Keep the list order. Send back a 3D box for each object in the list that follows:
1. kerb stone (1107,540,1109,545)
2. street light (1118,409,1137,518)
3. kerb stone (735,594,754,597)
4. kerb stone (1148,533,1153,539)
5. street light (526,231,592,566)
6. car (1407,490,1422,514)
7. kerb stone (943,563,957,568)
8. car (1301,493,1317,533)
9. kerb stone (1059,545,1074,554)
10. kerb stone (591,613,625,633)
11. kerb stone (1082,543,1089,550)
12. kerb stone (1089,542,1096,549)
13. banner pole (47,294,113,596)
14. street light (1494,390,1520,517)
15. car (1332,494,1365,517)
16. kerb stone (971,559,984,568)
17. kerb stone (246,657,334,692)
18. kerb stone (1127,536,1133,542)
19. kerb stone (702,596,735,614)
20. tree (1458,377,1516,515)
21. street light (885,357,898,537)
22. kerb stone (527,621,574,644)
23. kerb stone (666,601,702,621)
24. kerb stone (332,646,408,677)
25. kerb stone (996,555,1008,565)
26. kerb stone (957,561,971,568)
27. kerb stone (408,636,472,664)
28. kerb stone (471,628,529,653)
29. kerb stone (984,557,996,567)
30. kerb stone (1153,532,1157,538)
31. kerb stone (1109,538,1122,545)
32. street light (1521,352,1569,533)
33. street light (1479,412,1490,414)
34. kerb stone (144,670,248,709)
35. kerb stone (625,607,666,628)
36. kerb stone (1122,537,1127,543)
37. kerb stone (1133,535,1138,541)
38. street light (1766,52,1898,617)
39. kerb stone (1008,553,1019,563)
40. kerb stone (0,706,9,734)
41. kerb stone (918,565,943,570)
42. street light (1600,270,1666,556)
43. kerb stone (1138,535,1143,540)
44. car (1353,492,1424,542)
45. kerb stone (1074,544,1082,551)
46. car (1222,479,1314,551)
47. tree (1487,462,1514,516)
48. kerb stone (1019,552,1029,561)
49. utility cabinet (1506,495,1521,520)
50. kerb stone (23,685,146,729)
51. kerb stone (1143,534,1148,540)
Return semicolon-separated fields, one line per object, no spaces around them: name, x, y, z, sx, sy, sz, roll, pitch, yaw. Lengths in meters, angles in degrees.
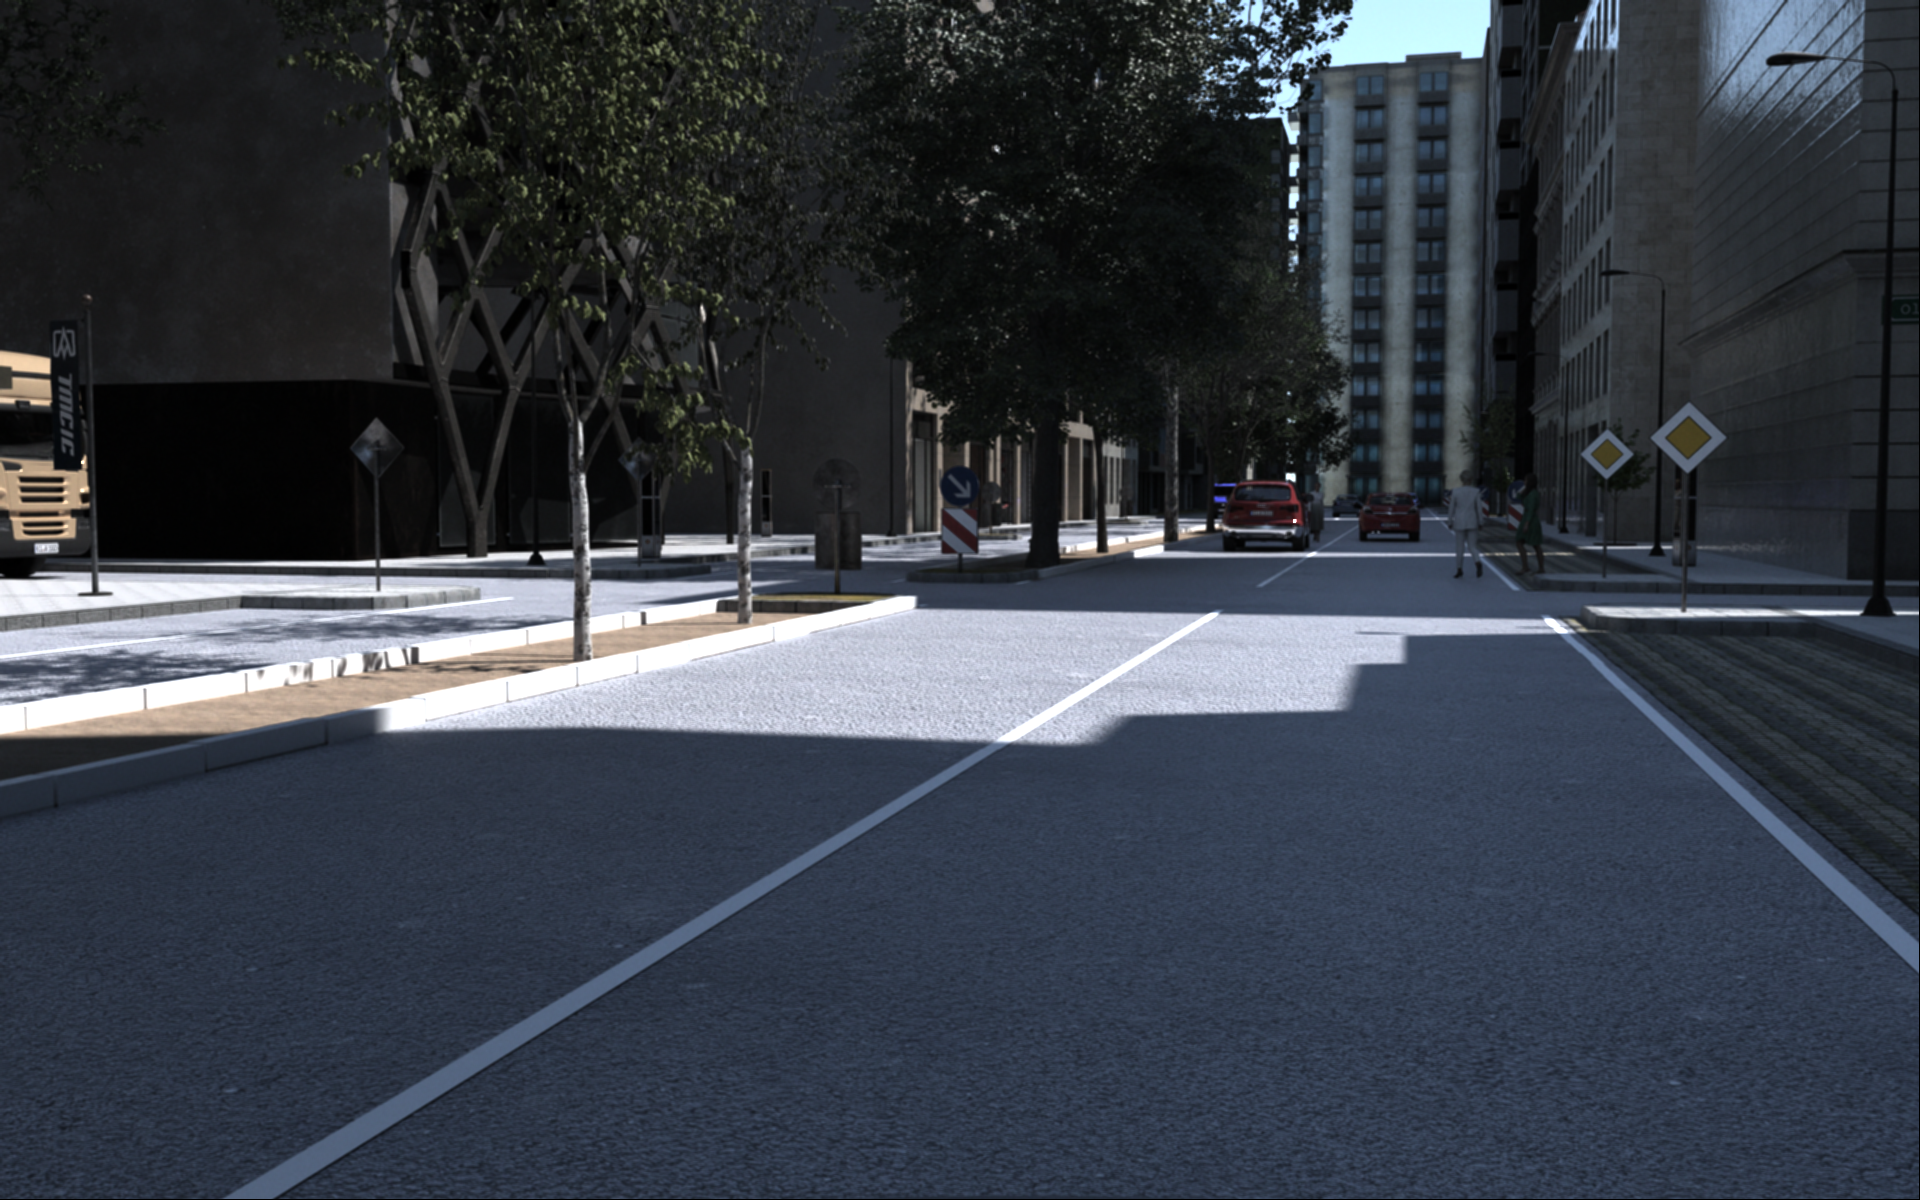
kerb stone;3.855;-1.526;47.185;0.120;0.150;1.000;1;4;15
street light;9.271;-7.383;93.252;1.470;5.913;1.316;1;4;15
kerb stone;-2.737;0.022;21.882;0.120;0.150;1.000;1;4;15
kerb stone;5.926;-2.012;55.129;0.120;0.150;1.000;1;4;15
street light;-7.114;-3.569;30.897;1.470;5.913;1.316;1;4;15
car;31.122;-6.784;120.511;1.945;1.707;3.694;1;4;14
kerb stone;-0.282;-0.556;31.313;0.120;0.150;1.000;1;4;15
car;12.451;-3.400;64.625;2.155;1.783;4.494;1;4;16
kerb stone;2.555;-1.224;42.223;0.120;0.150;1.000;1;4;15
kerb stone;-3.768;0.264;17.921;0.120;0.150;1.000;1;4;15
kerb stone;3.074;-1.342;44.206;0.120;0.150;1.000;1;4;15
kerb stone;3.331;-1.407;45.201;0.120;0.150;1.000;1;4;15
banner pole;-11.173;-1.951;21.915;0.863;3.779;0.401;1;4;20
street light;24.697;-6.429;77.658;1.470;5.913;1.316;1;4;15
car;24.378;-5.916;108.733;2.014;1.417;4.499;1;4;16
kerb stone;0.238;-0.679;33.294;0.120;0.150;1.000;1;4;15
kerb stone;-5.058;0.565;12.959;0.120;0.150;1.000;1;4;15
kerb stone;4.901;-1.772;51.163;0.120;0.150;1.000;1;4;15
kerb stone;-2.992;0.080;20.892;0.120;0.150;1.000;1;4;15
tree;33.513;-9.663;108.352;4.737;8.622;4.395;0;3;0
street light;-1.530;-4.838;51.637;1.470;5.913;1.316;1;4;15
kerb stone;-4.028;0.322;16.932;0.120;0.150;1.000;1;4;15
kerb stone;-3.250;0.140;19.901;0.120;0.150;1.000;1;4;15
kerb stone;-4.798;0.504;13.950;0.120;0.150;1.000;1;4;15
kerb stone;0.756;-0.800;35.282;0.120;0.150;1.000;1;4;15
kerb stone;-0.023;-0.618;32.306;0.120;0.150;1.000;1;4;15
kerb stone;-4.545;0.448;14.940;0.120;0.150;1.000;1;4;15
kerb stone;-4.292;0.387;15.944;0.120;0.150;1.000;1;4;15
kerb stone;0.493;-0.738;34.284;0.120;0.150;1.000;1;4;15
kerb stone;6.184;-2.075;56.124;0.120;0.150;1.000;1;4;15
kerb stone;4.380;-1.644;49.181;0.120;0.150;1.000;1;4;15
street light;19.255;-5.146;56.682;1.470;5.913;1.316;1;4;15
street light;30.188;-7.699;98.422;1.470;5.913;1.316;1;4;15
kerb stone;-5.317;0.626;11.967;0.120;0.150;1.000;1;4;15
kerb stone;-3.503;0.201;18.911;0.120;0.150;1.000;1;4;15
kerb stone;4.626;-1.711;50.174;0.120;0.150;1.000;1;4;15
kerb stone;5.147;-1.832;52.156;0.120;0.150;1.000;1;4;15
street light;9.173;-2.796;18.253;1.470;5.913;1.316;1;4;15
kerb stone;1.016;-0.858;36.270;0.120;0.150;1.000;1;4;15
kerb stone;-5.831;0.747;9.989;0.120;0.150;1.000;1;4;15
kerb stone;-0.539;-0.492;30.323;0.120;0.150;1.000;1;4;15
street light;13.931;-3.874;35.875;1.470;5.913;1.316;1;4;15
kerb stone;5.410;-1.891;53.149;0.120;0.150;1.000;1;4;15
car;13.351;-2.745;53.924;2.155;1.783;4.494;1;4;13
kerb stone;2.818;-1.283;43.216;0.120;0.150;1.000;1;4;15
car;7.991;-2.218;44.938;2.281;1.827;5.304;1;4;14
tree;32.425;-6.633;103.055;1.663;3.219;1.824;0;3;0
kerb stone;1.265;-0.922;37.267;0.120;0.150;1.000;1;4;15
utility cabinet;27.049;-4.477;84.363;1.020;1.237;0.306;-3;4;-37
kerb stone;-5.581;0.686;10.980;0.120;0.150;1.000;1;4;15
kerb stone;5.663;-1.954;54.139;0.120;0.150;1.000;1;4;15
